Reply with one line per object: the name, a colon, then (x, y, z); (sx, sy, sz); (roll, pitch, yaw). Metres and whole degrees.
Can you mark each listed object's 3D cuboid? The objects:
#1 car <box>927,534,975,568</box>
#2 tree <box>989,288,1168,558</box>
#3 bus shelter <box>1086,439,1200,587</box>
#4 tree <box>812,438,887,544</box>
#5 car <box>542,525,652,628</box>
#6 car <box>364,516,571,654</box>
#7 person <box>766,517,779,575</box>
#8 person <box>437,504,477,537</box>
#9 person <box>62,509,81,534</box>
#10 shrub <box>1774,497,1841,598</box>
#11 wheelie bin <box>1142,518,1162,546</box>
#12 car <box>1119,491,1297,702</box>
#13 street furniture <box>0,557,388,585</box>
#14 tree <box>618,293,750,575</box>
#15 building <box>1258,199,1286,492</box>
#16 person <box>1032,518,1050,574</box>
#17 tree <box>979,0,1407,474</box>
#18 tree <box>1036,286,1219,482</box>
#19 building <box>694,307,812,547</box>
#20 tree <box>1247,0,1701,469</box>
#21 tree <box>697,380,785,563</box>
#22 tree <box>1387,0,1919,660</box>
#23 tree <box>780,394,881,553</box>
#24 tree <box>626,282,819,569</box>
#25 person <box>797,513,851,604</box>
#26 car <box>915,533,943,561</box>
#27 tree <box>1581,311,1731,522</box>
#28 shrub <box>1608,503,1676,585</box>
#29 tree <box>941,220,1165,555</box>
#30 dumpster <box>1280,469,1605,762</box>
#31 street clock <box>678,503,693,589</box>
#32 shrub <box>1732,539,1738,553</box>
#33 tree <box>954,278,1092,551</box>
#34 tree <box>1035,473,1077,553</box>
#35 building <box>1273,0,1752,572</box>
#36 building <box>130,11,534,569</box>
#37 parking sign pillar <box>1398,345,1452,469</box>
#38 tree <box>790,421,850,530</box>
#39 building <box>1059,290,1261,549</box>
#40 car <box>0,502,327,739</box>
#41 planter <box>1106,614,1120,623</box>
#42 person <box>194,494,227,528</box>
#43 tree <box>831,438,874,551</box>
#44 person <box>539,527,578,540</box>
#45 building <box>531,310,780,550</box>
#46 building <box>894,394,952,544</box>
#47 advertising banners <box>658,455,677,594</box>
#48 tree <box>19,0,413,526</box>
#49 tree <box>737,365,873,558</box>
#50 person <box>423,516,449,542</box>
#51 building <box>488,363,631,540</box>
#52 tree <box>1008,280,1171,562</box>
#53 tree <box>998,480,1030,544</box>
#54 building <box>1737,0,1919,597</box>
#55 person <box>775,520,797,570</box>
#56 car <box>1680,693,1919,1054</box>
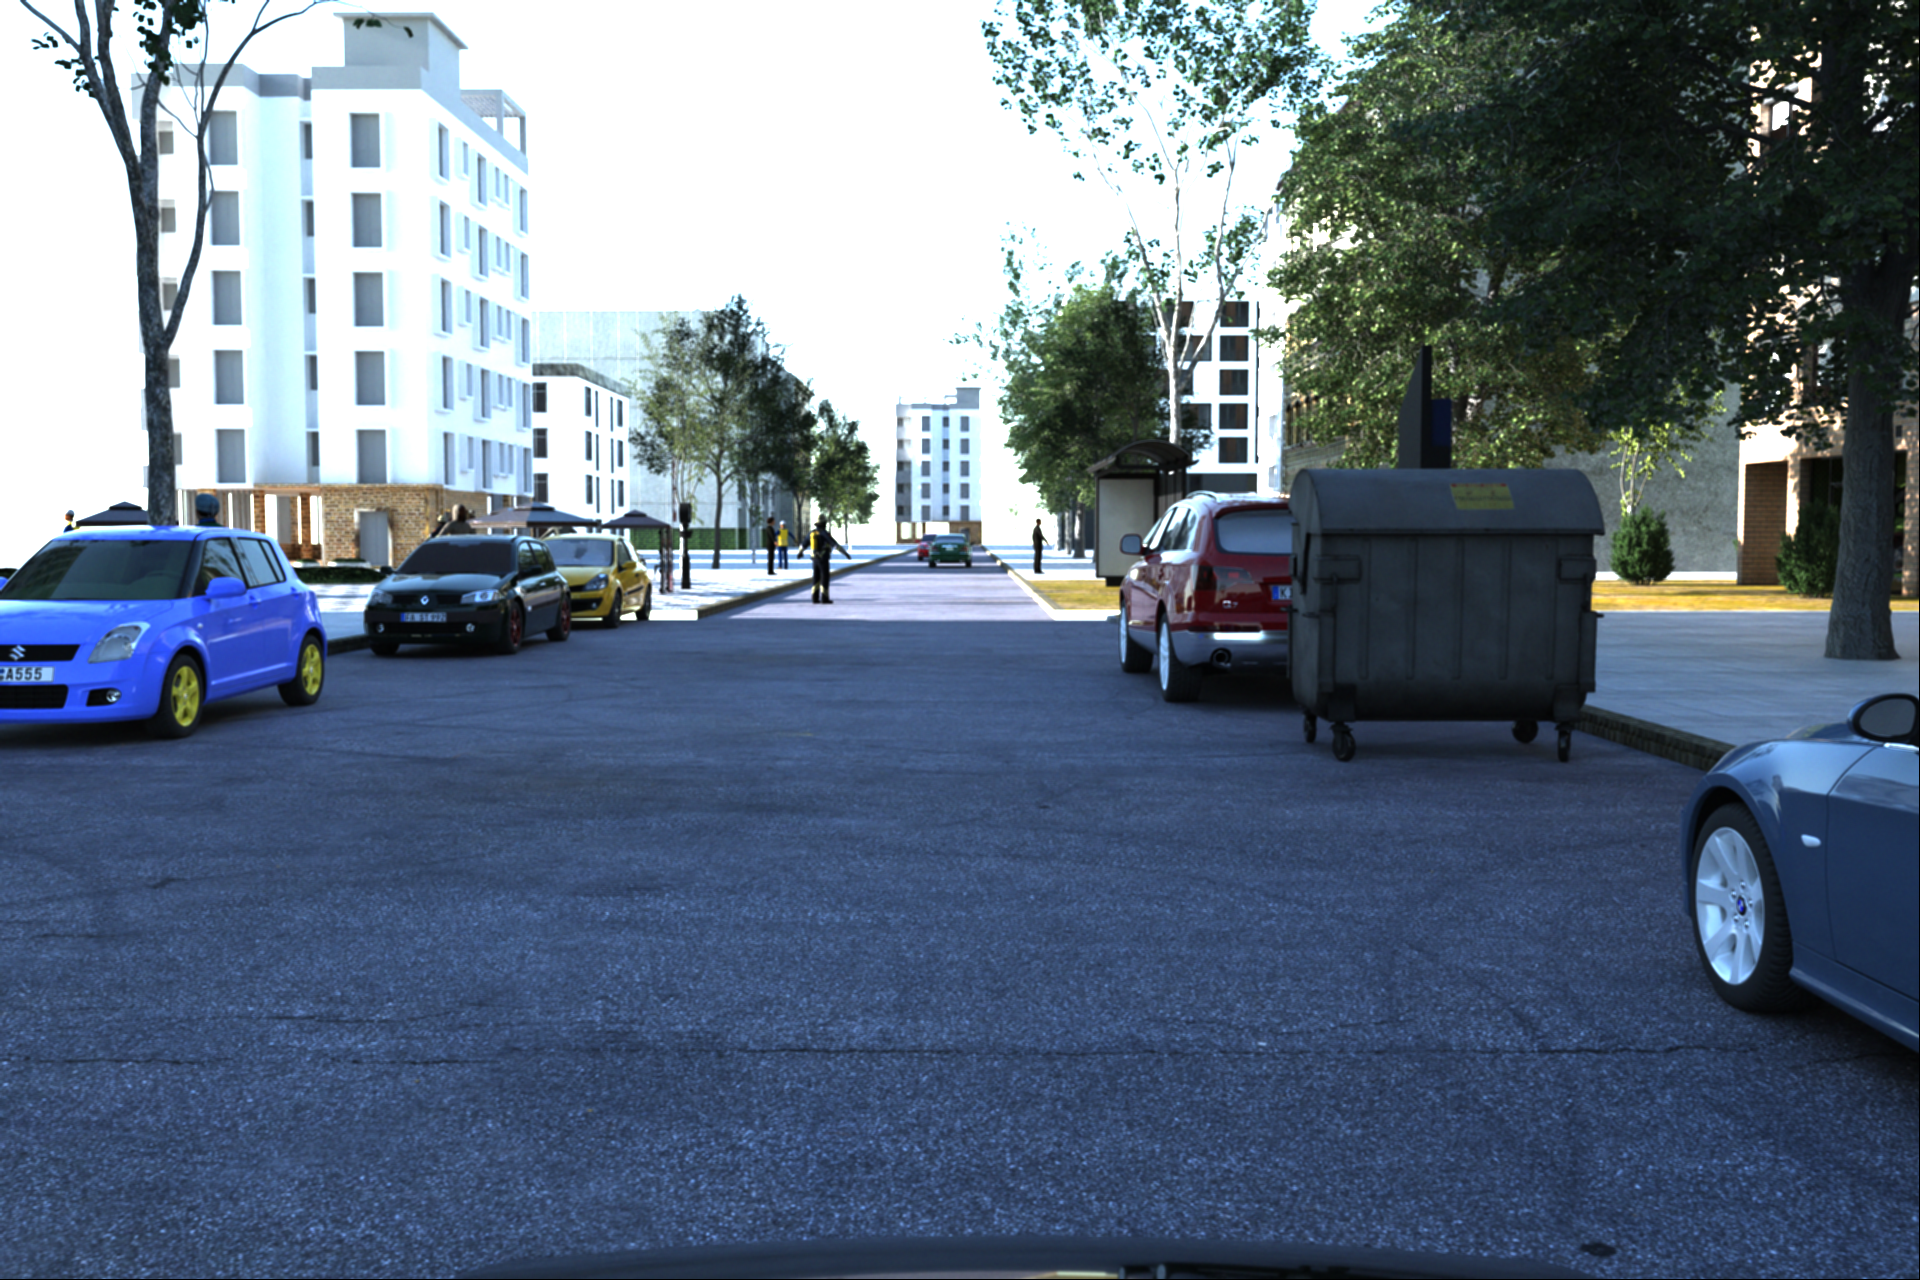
car: (-0.406, -3.873, 75.129); (2.131, 1.459, 4.920); (0, 4, 1)
tree: (6.377, -11.322, 91.769); (9.857, 13.997, 8.962); (0, 3, 0)
bus shelter: (4.095, -2.799, 39.683); (2.014, 3.302, 5.546); (0, 3, 0)
tree: (-14.381, -19.165, 220.005); (9.857, 13.997, 8.962); (0, 3, 0)
car: (-6.033, -1.057, 27.504); (2.015, 1.641, 3.980); (0, 4, 0)
car: (-6.130, -0.738, 21.849); (2.009, 1.686, 4.222); (0, 4, 0)
person: (-5.879, -2.934, 54.164); (0.705, 1.806, 1.347); (-1, 4, -14)
person: (-8.849, -1.503, 30.702); (0.705, 1.813, 1.348); (2, 4, 35)
person: (-19.323, -1.934, 37.584); (0.705, 1.833, 1.349); (0, 4, -5)
shrub: (17.179, -1.854, 34.728); (1.690, 2.028, 1.600); (0, 3, 0)
wheelie bin: (3.879, -1.551, 33.270); (0.693, 1.594, 0.980); (0, 4, -1)
car: (2.716, -0.468, 16.332); (2.281, 1.827, 5.304); (0, 4, -1)
street furniture: (-19.927, -1.770, 44.565); (10.072, 0.657, 5.734); (-1, 4, -15)
tree: (-8.905, -6.336, 53.956); (4.360, 8.622, 3.978); (0, 3, 0)
building: (22.257, -14.793, 98.288); (16.016, 20.090, 11.380); (0, 3, 0)
person: (2.561, -3.050, 56.088); (0.704, 1.802, 1.346); (-1, 4, -18)
tree: (7.614, -11.844, 49.543); (12.611, 20.169, 13.585); (0, 3, 0)
tree: (6.316, -8.042, 65.906); (7.601, 10.594, 8.767); (-2, 4, -25)
building: (-25.372, -21.191, 177.399); (19.493, 23.208, 18.063); (0, 4, 0)
tree: (10.490, -7.920, 36.156); (9.857, 13.997, 8.962); (0, 3, 0)
tree: (-8.862, -7.683, 75.984); (4.360, 8.622, 3.978); (0, 3, 0)
tree: (9.252, -6.786, 17.607); (9.857, 13.997, 8.962); (0, 3, 0)
tree: (-8.959, -11.093, 115.787); (8.767, 10.594, 7.601); (3, 5, 44)
tree: (-8.666, -7.900, 63.583); (7.601, 10.594, 8.767); (-1, 4, -12)
person: (-2.850, -1.679, 35.683); (1.354, 1.856, 0.705); (2, 4, 33)
car: (-1.371, -5.214, 94.283); (2.155, 1.783, 4.494); (0, 4, 0)
tree: (18.905, -5.978, 48.095); (4.737, 8.622, 4.395); (0, 3, 0)
shrub: (17.140, -2.412, 43.481); (1.661, 2.075, 1.752); (0, 3, 0)
tree: (5.290, -15.312, 106.232); (12.611, 20.169, 13.585); (0, 3, 0)
dumpster: (3.115, -0.193, 11.370); (1.865, 1.857, 1.264); (0, 4, 0)
street clock: (-6.374, -2.181, 40.234); (0.358, 2.002, 0.471); (0, 4, 0)
shrub: (20.945, -2.492, 44.790); (1.661, 2.075, 1.752); (0, 3, 0)
tree: (6.366, -16.659, 128.260); (12.611, 20.169, 13.585); (0, 3, 0)
tree: (6.308, -10.235, 117.704); (4.360, 8.622, 3.978); (0, 3, 0)
building: (23.231, -14.396, 66.302); (19.493, 23.208, 18.063); (0, 4, 1)
building: (-24.117, -12.711, 64.253); (16.016, 20.090, 11.380); (0, 4, 1)
parking sign pillar: (6.792, -2.260, 25.428); (1.447, 3.967, 1.447); (0, 4, 0)
tree: (-8.419, -9.540, 106.334); (4.737, 8.622, 4.395); (0, 3, 0)
building: (22.907, -19.435, 161.739); (27.936, 21.610, 32.646); (0, 3, 0)
car: (-6.261, -0.223, 13.240); (1.945, 1.707, 3.694); (0, 3, 0)
planter: (3.409, -0.442, 28.365); (1.991, 0.319, 1.994); (0, 3, 0)
person: (-7.175, -0.484, 16.494); (0.704, 1.817, 1.347); (3, 4, 38)
tree: (-8.385, -11.104, 131.918); (4.737, 8.622, 4.395); (0, 3, 0)
person: (-9.302, -2.095, 40.525); (1.348, 1.796, 0.705); (-1, 4, -16)
building: (-26.076, -17.512, 152.770); (16.747, 18.905, 31.486); (0, 4, 0)
building: (-8.084, -22.397, 225.070); (11.380, 20.090, 16.016); (-1, 4, -8)
advertising banners: (-6.370, -2.552, 37.906); (0.090, 3.025, 2.074); (0, 4, 1)
tree: (-12.464, -10.262, 23.678); (12.611, 20.169, 13.585); (0, 3, 0)
tree: (-8.611, -9.815, 94.880); (8.767, 10.594, 7.601); (1, 4, 12)
person: (-16.100, -2.939, 53.840); (0.705, 1.856, 1.354); (3, 5, 41)
building: (-23.395, -9.614, 99.340); (9.099, 9.664, 28.070); (0, 4, 0)
tree: (6.008, -9.799, 78.343); (7.486, 12.596, 7.792); (0, 3, 0)
tree: (7.558, -16.805, 225.124); (4.360, 8.622, 3.978); (0, 3, 0)
building: (29.107, -12.992, 18.996); (21.656, 26.213, 47.522); (0, 4, 0)
person: (-6.433, -3.434, 62.607); (1.216, 1.772, 0.721); (-2, 4, -30)
car: (3.172, 0.506, 3.732); (2.014, 1.417, 4.499); (0, 4, 0)
